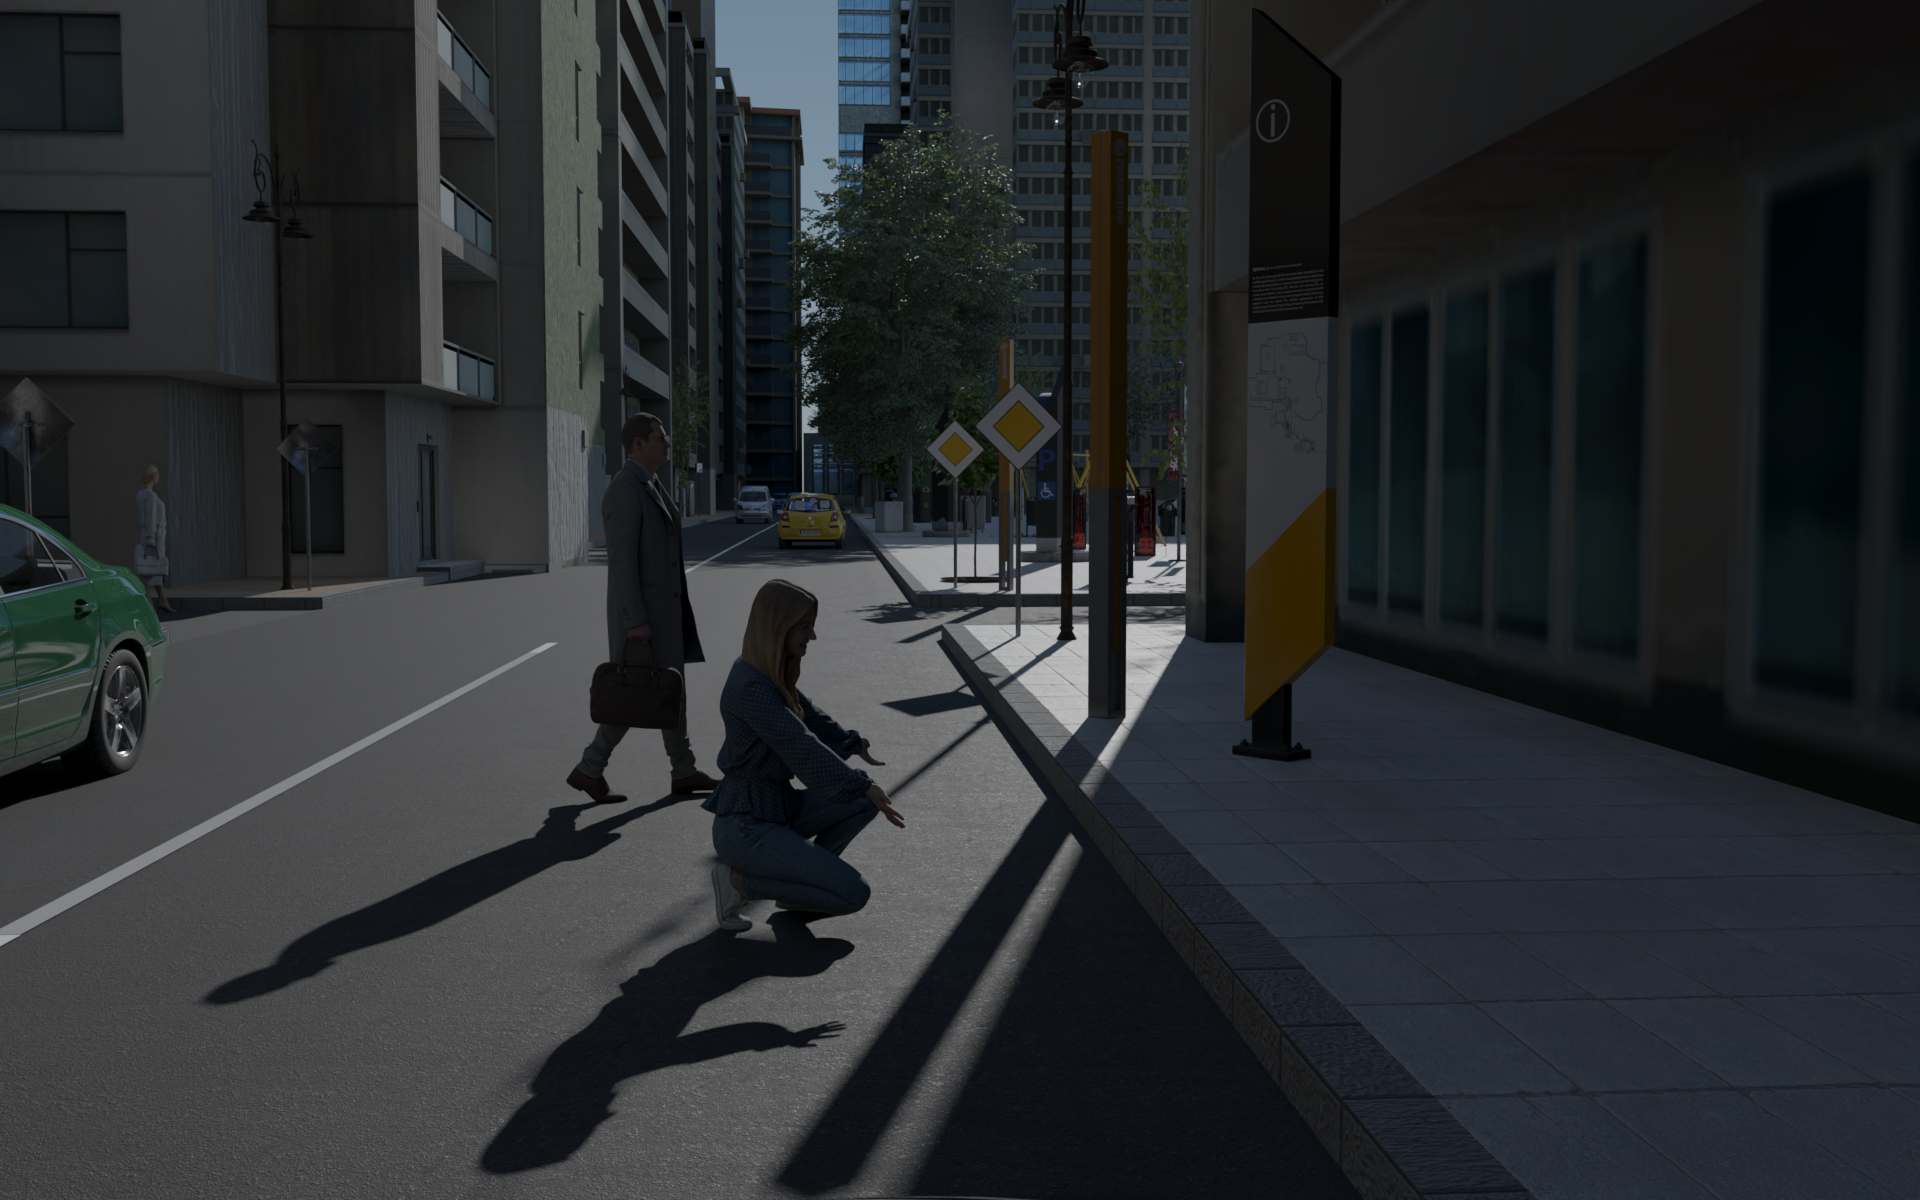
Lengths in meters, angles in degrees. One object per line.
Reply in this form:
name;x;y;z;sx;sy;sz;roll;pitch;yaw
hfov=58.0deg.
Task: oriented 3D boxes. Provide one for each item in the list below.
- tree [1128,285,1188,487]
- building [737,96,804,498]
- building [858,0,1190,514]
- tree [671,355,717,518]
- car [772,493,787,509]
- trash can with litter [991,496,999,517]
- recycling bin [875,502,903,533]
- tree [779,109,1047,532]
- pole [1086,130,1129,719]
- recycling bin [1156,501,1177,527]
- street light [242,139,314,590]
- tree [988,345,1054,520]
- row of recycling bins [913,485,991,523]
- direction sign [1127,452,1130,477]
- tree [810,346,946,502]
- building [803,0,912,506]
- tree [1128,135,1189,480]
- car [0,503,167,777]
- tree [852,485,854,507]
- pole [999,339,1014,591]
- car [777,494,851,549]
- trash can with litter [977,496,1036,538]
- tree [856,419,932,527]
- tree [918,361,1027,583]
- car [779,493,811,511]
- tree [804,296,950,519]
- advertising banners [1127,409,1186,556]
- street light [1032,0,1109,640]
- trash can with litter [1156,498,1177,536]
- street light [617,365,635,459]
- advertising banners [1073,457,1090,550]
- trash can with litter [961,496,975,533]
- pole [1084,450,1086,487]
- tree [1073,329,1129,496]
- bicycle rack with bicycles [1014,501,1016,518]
tree;8.275;-6.608;58.396;4.360;8.622;3.978;0;3;0
building;-31.626;-32.771;190.431;28.867;44.769;22.147;0;4;-4
building;9.119;-26.185;120.001;32.217;40.220;23.993;0;4;-4
tree;-14.751;-8.597;90.926;4.737;8.622;4.395;0;3;0
car;-16.820;-9.296;161.581;1.945;1.707;3.694;0;4;-4
trash can with litter;1.916;-5.281;97.738;0.624;1.170;1.055;3;4;38
recycling bin;-2.376;-2.770;57.840;0.722;1.027;0.722;-2;4;-30
tree;-1.961;-9.304;58.782;9.857;13.997;8.962;0;3;0
pole;0.846;-0.980;9.872;0.158;3.312;0.155;0;3;0
recycling bin;7.868;-3.303;66.558;0.722;1.027;0.722;2;4;30
street light;-9.032;-3.076;23.085;0.468;5.910;1.993;0;4;-4
tree;2.838;-8.219;84.737;4.737;8.622;4.395;0;3;0
row of recycling bins;-0.355;-4.288;77.214;3.534;1.692;1.069;0;4;2
direction sign;9.022;-6.232;93.892;0.379;3.537;0.876;-1;4;-19
tree;-4.485;-10.106;99.649;8.767;10.594;7.601;-2;4;-24
building;-1.822;-53.783;192.015;31.000;86.520;22.319;0;4;-4
tree;4.521;-4.764;28.247;4.737;8.622;4.395;0;3;0
car;-5.084;0.265;7.459;2.131;1.459;4.920;0;4;-4
tree;-10.378;-11.095;176.003;1.663;3.219;1.824;0;3;0
pole;0.615;-1.783;22.996;0.158;3.312;0.155;0;3;0
car;-3.951;-2.222;46.549;2.015;1.641;3.980;0;4;-3
trash can with litter;1.947;-2.487;51.723;2.233;1.210;1.678;3;4;38
tree;-2.335;-5.140;67.757;4.285;4.588;4.351;0;3;0
tree;0.117;-1.886;25.437;1.663;3.219;1.824;0;3;0
car;-7.652;-4.470;82.668;1.945;1.707;3.694;0;4;-6
tree;-4.290;-10.034;89.809;9.928;11.665;9.643;0;3;0
advertising banners;3.795;-2.416;35.684;2.074;3.025;0.090;-1;4;-20
street light;0.940;-2.587;15.090;0.468;5.910;1.993;0;4;-4
trash can with litter;6.052;-2.511;52.435;1.055;1.170;0.624;3;4;36
street light;-11.974;-5.471;62.245;0.468;5.910;1.993;0;4;-4
advertising banners;2.723;-2.683;40.055;2.074;3.025;0.090;-3;5;-40
trash can with litter;0.331;-2.852;57.690;1.678;1.210;2.233;1;4;8
pole;5.815;-5.260;79.844;0.158;3.312;0.155;0;3;0
tree;6.923;-7.487;72.771;4.360;8.622;3.978;0;3;0
bicycle rack with bicycles;3.381;-4.834;92.415;2.852;0.926;2.925;2;4;30
